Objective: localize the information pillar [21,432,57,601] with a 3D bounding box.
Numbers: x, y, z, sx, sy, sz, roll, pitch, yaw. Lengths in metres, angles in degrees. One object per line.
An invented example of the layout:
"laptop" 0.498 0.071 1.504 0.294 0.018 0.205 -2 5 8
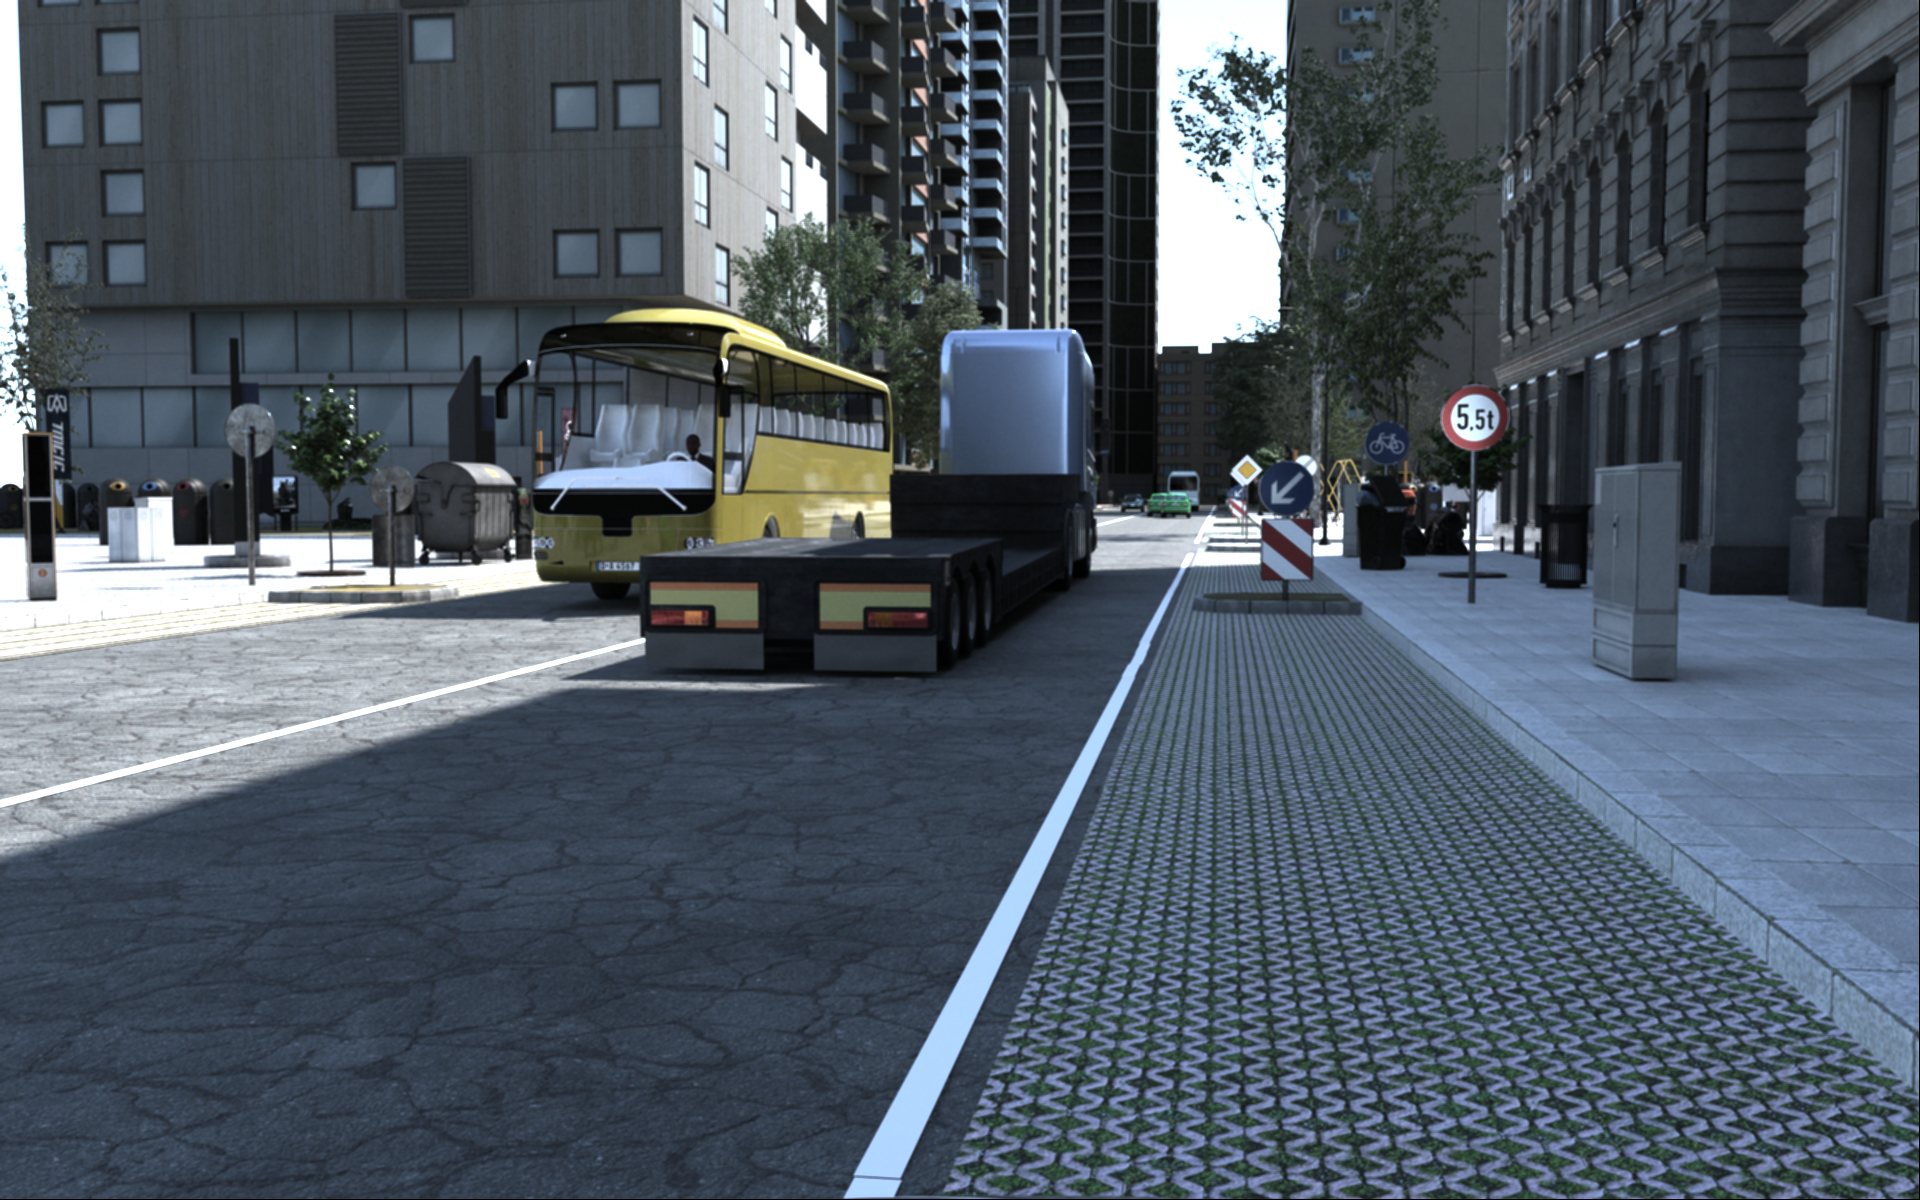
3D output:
"information pillar" -11.089 -1.001 20.862 0.304 2.012 0.304 -2 4 -33

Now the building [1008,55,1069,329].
"building" 0.476 -34.667 190.503 21.600 48.544 21.300 1 4 9

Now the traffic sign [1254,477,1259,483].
"traffic sign" 19.487 -6.882 112.628 0.768 2.556 0.104 1 4 18

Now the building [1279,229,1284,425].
"building" 41.846 -25.519 188.941 14.160 30.474 14.107 1 4 9

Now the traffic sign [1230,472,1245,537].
"traffic sign" 8.423 -2.932 51.577 0.795 2.450 0.064 1 4 9

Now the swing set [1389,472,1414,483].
"swing set" 30.832 -7.672 123.050 3.119 2.851 2.862 1 4 10

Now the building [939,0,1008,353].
"building" -6.609 -50.864 144.292 22.319 86.520 31.000 1 4 9

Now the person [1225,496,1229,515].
"person" 17.418 -6.123 112.862 0.306 1.304 0.590 2 4 25

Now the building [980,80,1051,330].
"building" 1.035 -29.583 167.281 14.154 41.232 14.086 1 4 9

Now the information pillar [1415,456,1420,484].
"information pillar" 26.503 -6.666 100.343 0.183 3.616 0.504 -1 4 -10

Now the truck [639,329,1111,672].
"truck" 0.006 -2.014 22.692 2.967 4.110 18.799 1 4 8

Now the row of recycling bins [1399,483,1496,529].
"row of recycling bins" 17.669 -3.438 63.326 3.534 1.692 1.069 0 4 4

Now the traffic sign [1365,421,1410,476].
"traffic sign" 7.490 -1.854 30.424 0.768 2.556 0.104 1 4 18

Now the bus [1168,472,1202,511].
"bus" 19.229 -9.396 148.492 2.948 3.499 13.247 0 4 8

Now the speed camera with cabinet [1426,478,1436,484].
"speed camera with cabinet" 34.061 -7.867 122.962 2.038 3.252 0.660 -2 4 -26

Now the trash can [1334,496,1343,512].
"trash can" 27.363 -6.933 125.002 0.748 1.137 0.748 0 3 0

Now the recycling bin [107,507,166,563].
"recycling bin" -15.520 -1.229 32.653 0.722 1.027 0.722 1 4 20

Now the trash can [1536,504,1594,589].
"trash can" 8.257 -0.735 23.677 0.748 1.137 0.748 0 3 0

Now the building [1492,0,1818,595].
"building" 15.500 -11.032 29.518 9.793 20.994 18.267 1 4 9

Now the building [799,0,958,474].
"building" -12.178 -28.044 113.136 22.147 44.769 28.867 1 4 9

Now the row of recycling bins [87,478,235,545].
"row of recycling bins" -20.059 -2.259 44.050 3.534 1.692 1.069 0 4 -5

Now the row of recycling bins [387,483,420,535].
"row of recycling bins" -16.494 -2.924 54.912 3.534 1.692 1.069 0 4 8

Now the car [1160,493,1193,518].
"car" 13.034 -5.849 104.421 1.959 1.807 4.718 0 4 8

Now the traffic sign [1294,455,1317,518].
"traffic sign" 11.238 -3.448 56.473 0.768 2.556 0.104 1 4 13

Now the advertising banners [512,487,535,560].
"advertising banners" -8.244 -2.345 34.535 0.090 3.025 2.074 2 4 25

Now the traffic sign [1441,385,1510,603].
"traffic sign" 6.012 -1.234 20.274 0.768 2.556 0.104 1 4 13

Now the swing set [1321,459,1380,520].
"swing set" 17.601 -5.014 79.594 2.862 2.851 3.119 0 4 3

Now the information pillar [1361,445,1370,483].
"information pillar" 19.224 -5.557 82.210 0.504 3.616 0.183 -2 4 -28

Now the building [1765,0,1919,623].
"building" 13.334 -11.097 10.318 11.050 23.489 19.941 1 4 9

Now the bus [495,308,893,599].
"bus" -3.339 -2.151 26.717 2.896 3.916 12.252 0 4 8

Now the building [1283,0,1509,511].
"building" 37.701 -31.678 141.645 21.300 48.544 21.600 1 4 9

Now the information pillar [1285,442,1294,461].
"information pillar" 14.846 -5.311 78.196 0.183 3.616 0.504 -2 4 -30

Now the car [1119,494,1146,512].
"car" 13.947 -7.819 139.642 2.131 1.459 4.920 0 4 7

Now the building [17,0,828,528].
"building" -21.524 -29.880 77.776 28.713 52.752 27.495 1 4 9

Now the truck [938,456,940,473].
"truck" 1.212 -4.501 62.509 2.839 4.237 11.283 0 4 7

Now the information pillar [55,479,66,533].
"information pillar" -29.530 -3.999 56.740 0.183 3.616 0.504 -3 5 -44

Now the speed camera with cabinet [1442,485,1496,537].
"speed camera with cabinet" 15.651 -3.542 52.249 2.038 3.252 0.660 0 4 -1

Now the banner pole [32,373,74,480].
"banner pole" -18.980 -2.822 36.155 0.863 3.779 0.401 -3 5 -41

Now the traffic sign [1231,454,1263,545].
"traffic sign" 7.233 -2.449 43.681 0.795 2.450 0.064 1 4 9

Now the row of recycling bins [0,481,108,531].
"row of recycling bins" -34.184 -3.545 65.066 3.534 1.692 1.069 -1 4 -11

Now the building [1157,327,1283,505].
"building" 40.602 -23.193 224.241 28.899 21.520 27.650 1 4 9

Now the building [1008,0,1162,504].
"building" 15.073 -47.991 222.901 20.611 71.187 20.563 1 4 9

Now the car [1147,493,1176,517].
"car" 12.797 -6.174 109.738 1.959 1.807 4.718 0 4 8

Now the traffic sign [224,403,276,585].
"traffic sign" -9.974 -1.481 24.326 0.768 2.556 0.104 1 4 9
